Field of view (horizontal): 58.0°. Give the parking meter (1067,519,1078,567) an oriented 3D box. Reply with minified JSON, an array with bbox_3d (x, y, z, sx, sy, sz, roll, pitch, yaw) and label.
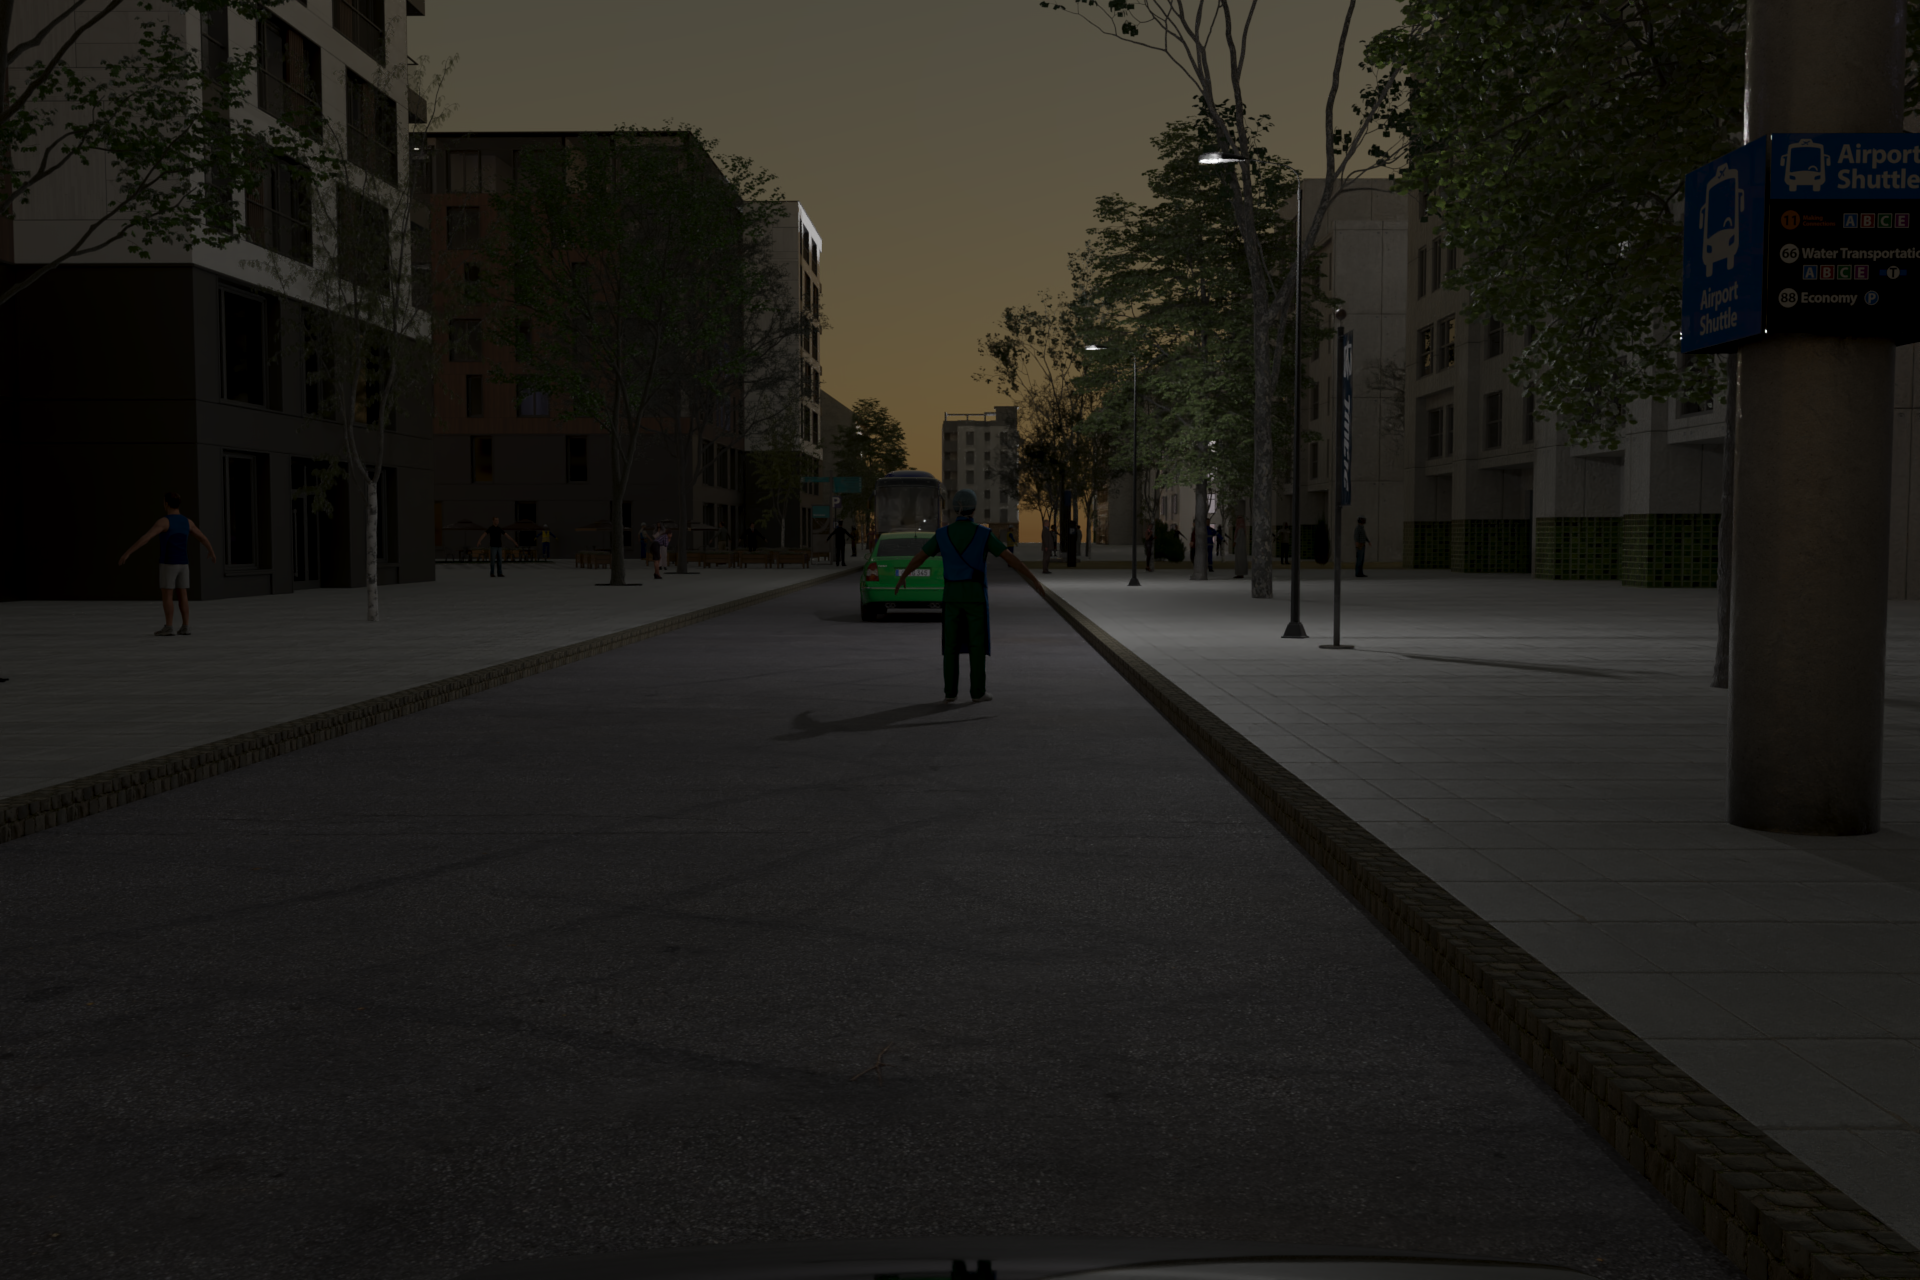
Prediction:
[{"bbox_3d":[4.349,-3.752,67.058,0.399,1.863,0.255,0,4,-1],"label":"parking meter"}]

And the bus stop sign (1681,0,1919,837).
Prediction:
[{"bbox_3d":[3.716,-1.133,7.535,0.837,3.901,0.837,0,4,0],"label":"bus stop sign"}]

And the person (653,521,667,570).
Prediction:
[{"bbox_3d":[-10.674,-3.359,61.639,0.551,1.740,0.621,-1,4,-16],"label":"person"}]

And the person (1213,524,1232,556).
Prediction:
[{"bbox_3d":[15.052,-5.782,100.313,1.354,1.856,0.705,-1,4,-9],"label":"person"}]

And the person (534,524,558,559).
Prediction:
[{"bbox_3d":[-20.995,-4.978,87.860,1.216,1.772,0.721,-1,4,-21],"label":"person"}]

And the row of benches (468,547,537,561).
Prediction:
[{"bbox_3d":[-21.697,-4.058,81.807,4.104,0.672,1.422,2,4,32],"label":"row of benches"}]

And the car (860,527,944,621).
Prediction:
[{"bbox_3d":[-0.714,-1.284,29.786,1.959,1.807,4.718,0,4,1],"label":"car"}]

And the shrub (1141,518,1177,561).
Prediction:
[{"bbox_3d":[9.370,-4.712,81.453,1.690,2.028,1.600,0,3,0],"label":"shrub"}]

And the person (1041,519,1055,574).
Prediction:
[{"bbox_3d":[2.847,-3.025,56.062,0.434,1.755,0.990,1,4,11],"label":"person"}]

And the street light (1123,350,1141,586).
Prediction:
[{"bbox_3d":[4.842,-4.282,42.551,1.470,5.913,1.316,0,4,1],"label":"street light"}]

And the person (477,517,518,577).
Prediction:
[{"bbox_3d":[-13.833,-2.781,51.679,1.348,1.803,0.705,-3,5,-45],"label":"person"}]

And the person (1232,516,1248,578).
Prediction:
[{"bbox_3d":[8.117,-2.703,50.338,0.704,1.811,1.347,1,4,17],"label":"person"}]

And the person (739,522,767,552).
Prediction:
[{"bbox_3d":[-9.428,-4.437,78.723,1.347,1.806,0.705,-1,4,-23],"label":"person"}]

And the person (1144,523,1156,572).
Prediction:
[{"bbox_3d":[6.517,-3.162,59.209,0.415,1.643,0.593,-1,4,-20],"label":"person"}]

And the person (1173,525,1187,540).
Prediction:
[{"bbox_3d":[12.764,-5.870,102.107,1.346,1.812,0.704,-1,4,-21],"label":"person"}]

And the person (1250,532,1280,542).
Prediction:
[{"bbox_3d":[13.914,-4.454,79.047,1.346,1.802,0.704,0,4,8],"label":"person"}]

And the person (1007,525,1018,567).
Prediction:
[{"bbox_3d":[2.220,-4.047,74.597,0.705,1.833,1.349,-1,4,-12],"label":"person"}]

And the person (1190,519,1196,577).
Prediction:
[{"bbox_3d":[6.851,-2.695,50.868,0.721,1.729,1.215,1,4,11],"label":"person"}]

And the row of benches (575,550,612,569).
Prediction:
[{"bbox_3d":[-13.658,-3.003,64.564,1.422,0.672,4.104,-1,4,-22],"label":"row of benches"}]

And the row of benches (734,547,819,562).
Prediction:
[{"bbox_3d":[-8.581,-3.968,80.341,4.104,0.672,1.422,0,4,-5],"label":"row of benches"}]

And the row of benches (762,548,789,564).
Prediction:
[{"bbox_3d":[-8.095,-3.689,75.775,1.422,0.672,4.104,-1,4,-16],"label":"row of benches"}]

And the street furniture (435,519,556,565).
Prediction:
[{"bbox_3d":[-30.207,-3.918,69.094,27.439,1.986,14.083,-1,4,-13],"label":"street furniture"}]

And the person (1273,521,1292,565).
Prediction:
[{"bbox_3d":[13.714,-4.089,72.978,1.348,1.813,0.705,-2,4,-25],"label":"person"}]

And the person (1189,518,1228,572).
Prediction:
[{"bbox_3d":[8.405,-3.227,58.741,1.345,1.831,0.704,-1,4,-10],"label":"person"}]

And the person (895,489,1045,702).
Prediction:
[{"bbox_3d":[0.056,-0.384,14.868,1.347,1.817,0.704,1,4,16],"label":"person"}]

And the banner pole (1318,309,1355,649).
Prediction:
[{"bbox_3d":[4.226,-1.779,19.104,0.401,3.779,0.863,0,4,1],"label":"banner pole"}]

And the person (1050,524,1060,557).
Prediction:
[{"bbox_3d":[5.334,-5.657,98.642,1.345,1.843,0.704,-1,4,-22],"label":"person"}]

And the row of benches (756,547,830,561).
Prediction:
[{"bbox_3d":[-8.090,-4.105,82.580,4.104,0.672,1.422,-1,4,-23],"label":"row of benches"}]

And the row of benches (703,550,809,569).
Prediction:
[{"bbox_3d":[-7.730,-3.025,64.921,4.104,0.672,1.422,1,4,11],"label":"row of benches"}]

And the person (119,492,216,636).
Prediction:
[{"bbox_3d":[-9.949,-0.961,21.884,0.704,1.807,1.345,2,4,30],"label":"person"}]

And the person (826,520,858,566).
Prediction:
[{"bbox_3d":[-4.752,-3.863,69.102,1.347,1.837,0.705,1,4,16],"label":"person"}]

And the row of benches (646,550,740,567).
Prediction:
[{"bbox_3d":[-10.682,-3.257,68.709,4.104,0.672,1.422,2,4,23],"label":"row of benches"}]

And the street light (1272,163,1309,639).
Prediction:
[{"bbox_3d":[4.679,-2.976,21.205,1.470,5.913,1.316,0,4,0],"label":"street light"}]

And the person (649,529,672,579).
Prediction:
[{"bbox_3d":[-8.524,-2.451,49.354,0.697,1.427,0.421,-3,4,-36],"label":"person"}]

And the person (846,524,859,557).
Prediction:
[{"bbox_3d":[-6.030,-5.651,98.154,0.705,1.858,1.354,-2,4,-31],"label":"person"}]

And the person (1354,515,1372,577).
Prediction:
[{"bbox_3d":[11.974,-2.802,51.653,0.704,1.849,1.345,2,4,30],"label":"person"}]

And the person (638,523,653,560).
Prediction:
[{"bbox_3d":[-15.498,-4.839,84.981,0.705,1.847,1.347,-3,4,-37],"label":"person"}]

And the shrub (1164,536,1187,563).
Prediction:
[{"bbox_3d":[9.460,-3.963,75.909,1.383,1.207,1.383,0,3,0],"label":"shrub"}]

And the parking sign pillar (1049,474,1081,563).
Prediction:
[{"bbox_3d":[4.725,-5.475,77.994,1.447,3.967,1.447,0,4,0],"label":"parking sign pillar"}]

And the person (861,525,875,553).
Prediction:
[{"bbox_3d":[-4.220,-4.633,82.552,1.217,1.733,0.721,2,4,33],"label":"person"}]

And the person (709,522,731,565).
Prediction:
[{"bbox_3d":[-9.974,-4.051,72.503,0.705,1.796,1.348,2,4,32],"label":"person"}]

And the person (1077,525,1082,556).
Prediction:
[{"bbox_3d":[6.954,-5.864,102.059,0.705,1.806,1.347,2,4,26],"label":"person"}]
